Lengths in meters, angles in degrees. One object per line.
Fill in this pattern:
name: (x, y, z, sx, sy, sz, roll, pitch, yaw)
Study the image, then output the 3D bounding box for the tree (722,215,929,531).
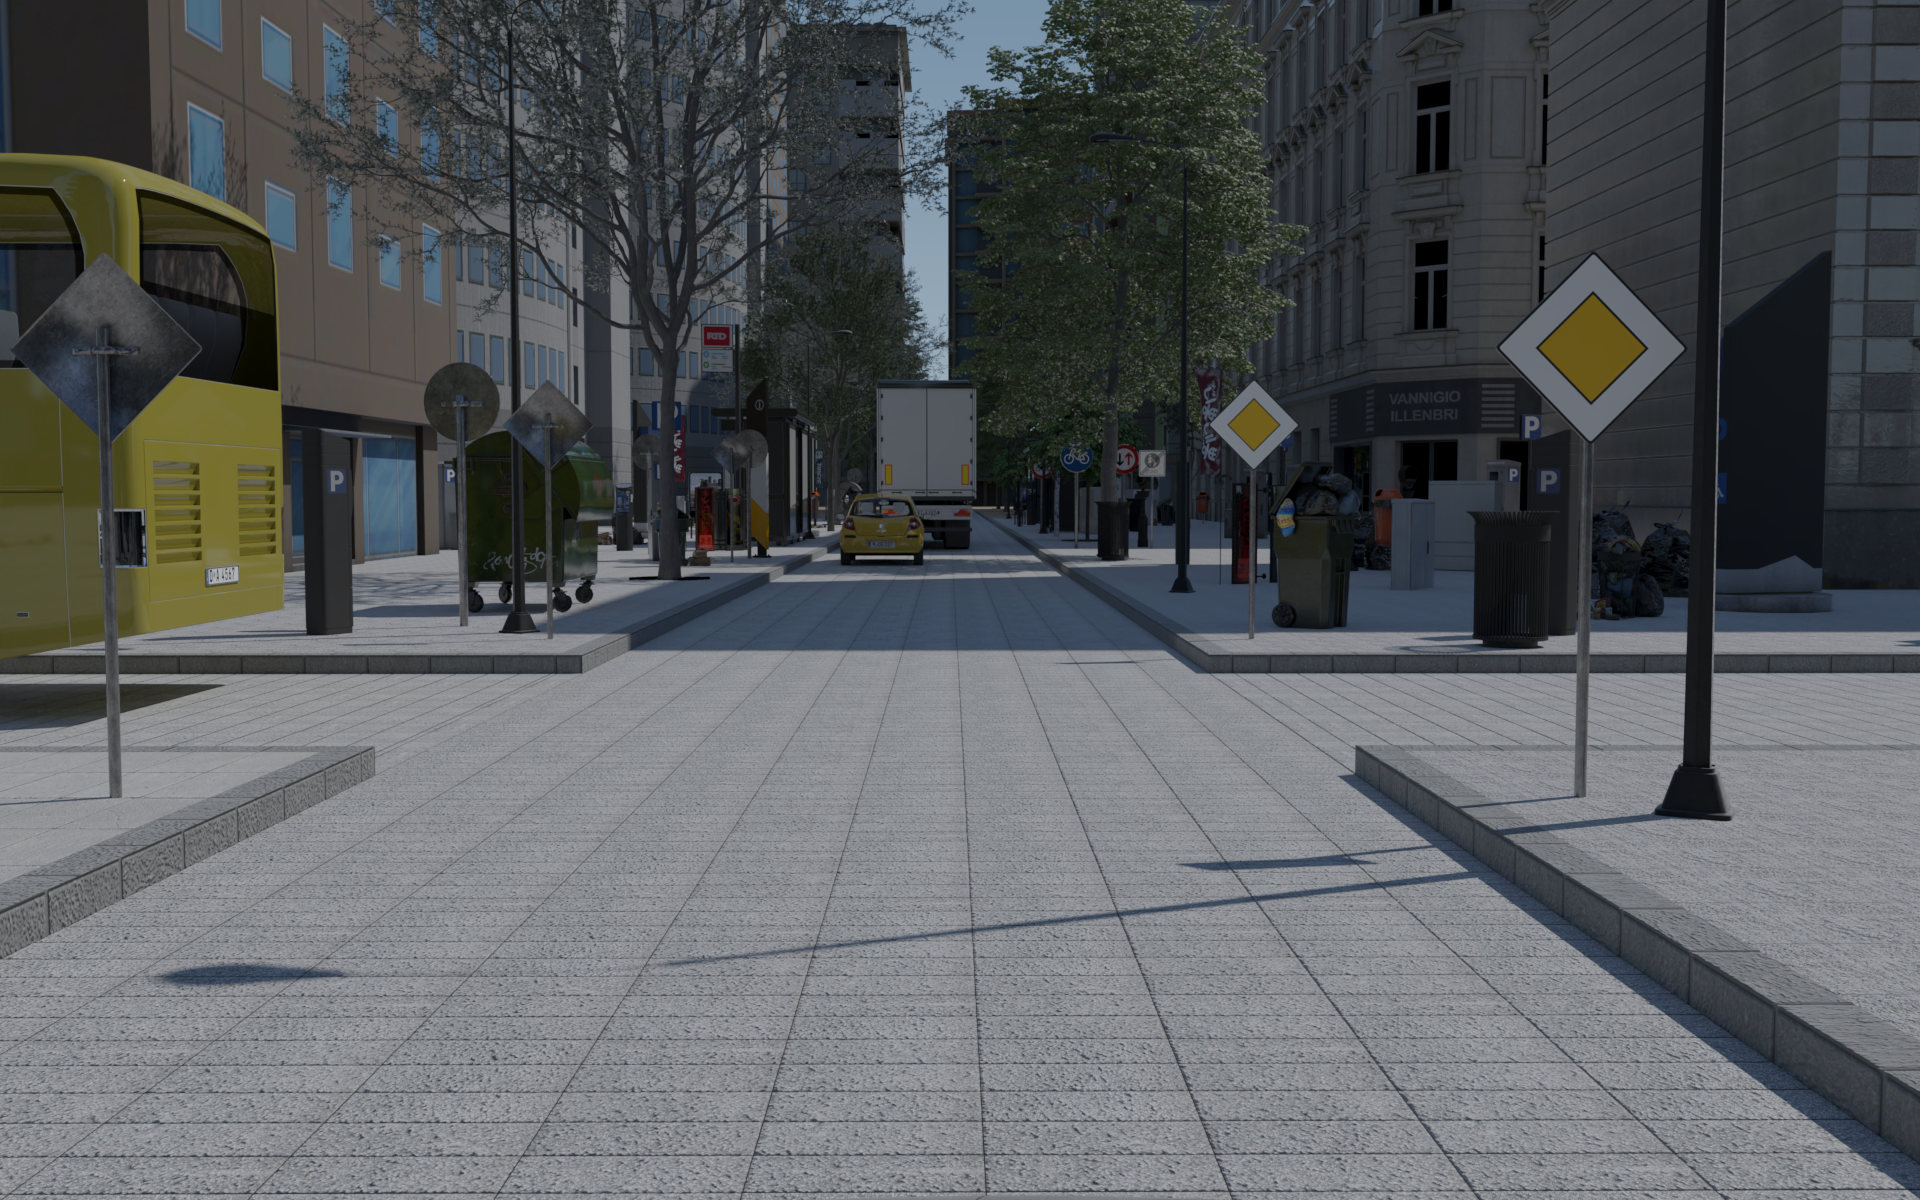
tree: (-4.639, -7.618, 58.969, 8.767, 10.594, 7.601, 2, 4, 31)

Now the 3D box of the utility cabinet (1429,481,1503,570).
utility cabinet: (8.419, -1.235, 28.873, 1.173, 1.500, 0.318, 3, 5, 42)

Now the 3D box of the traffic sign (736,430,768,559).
traffic sign: (-4.178, -2.091, 34.296, 0.768, 2.556, 0.104, 1, 4, 9)

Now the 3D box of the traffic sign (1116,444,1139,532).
traffic sign: (4.196, -2.704, 44.318, 0.768, 2.556, 0.104, 0, 4, 3)

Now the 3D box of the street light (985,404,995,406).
street light: (1.982, -7.152, 89.477, 1.470, 5.913, 1.316, 0, 4, 0)

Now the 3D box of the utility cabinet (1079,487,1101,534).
utility cabinet: (4.178, -2.874, 55.671, 0.318, 1.500, 1.173, -1, 4, -17)

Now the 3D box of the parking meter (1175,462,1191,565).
parking meter: (4.070, -1.586, 31.635, 0.255, 1.863, 0.399, 0, 4, 5)

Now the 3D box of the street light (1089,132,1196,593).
street light: (2.359, -3.051, 22.427, 1.470, 5.913, 1.316, 0, 4, 0)

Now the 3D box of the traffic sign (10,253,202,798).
traffic sign: (-3.567, -0.221, 7.262, 0.795, 2.450, 0.064, 0, 4, 0)

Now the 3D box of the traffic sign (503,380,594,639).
traffic sign: (-3.618, -0.710, 15.247, 0.795, 2.450, 0.064, 0, 4, 0)

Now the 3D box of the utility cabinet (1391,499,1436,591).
utility cabinet: (6.146, -0.752, 23.459, 0.306, 1.237, 1.020, 2, 4, 32)

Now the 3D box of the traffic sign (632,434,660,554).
traffic sign: (-6.605, -2.245, 36.805, 0.768, 2.556, 0.104, 0, 4, 6)

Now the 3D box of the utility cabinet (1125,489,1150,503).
utility cabinet: (8.050, -4.290, 78.826, 1.173, 1.500, 0.318, 0, 4, -5)

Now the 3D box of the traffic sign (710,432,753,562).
traffic sign: (-4.273, -1.910, 32.422, 0.795, 2.450, 0.064, 0, 4, 1)

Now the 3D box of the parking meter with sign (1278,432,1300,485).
parking meter with sign: (8.494, -2.878, 43.309, 0.543, 3.016, 1.738, -1, 4, -21)

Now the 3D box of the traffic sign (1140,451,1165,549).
traffic sign: (4.478, -2.343, 40.430, 0.606, 2.300, 0.079, 0, 4, 3)

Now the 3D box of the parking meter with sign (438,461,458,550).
parking meter with sign: (-12.012, -2.683, 40.127, 1.738, 3.016, 0.543, 3, 4, 36)

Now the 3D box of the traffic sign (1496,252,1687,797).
traffic sign: (2.627, -0.223, 7.281, 0.795, 2.450, 0.064, 0, 4, 0)

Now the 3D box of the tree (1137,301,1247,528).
tree: (8.575, -6.981, 64.499, 4.360, 8.622, 3.978, 0, 3, 0)

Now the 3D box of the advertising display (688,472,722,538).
advertising display: (-7.369, -2.751, 50.189, 0.974, 1.923, 0.123, -1, 4, -18)

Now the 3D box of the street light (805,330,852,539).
street light: (-3.758, -4.693, 49.269, 1.470, 5.913, 1.316, 0, 4, 0)

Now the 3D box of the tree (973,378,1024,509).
tree: (3.233, -13.690, 149.593, 9.928, 11.665, 9.643, 0, 3, 0)

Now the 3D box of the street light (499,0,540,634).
street light: (-3.540, -2.650, 15.863, 1.470, 5.913, 1.316, 0, 4, 0)

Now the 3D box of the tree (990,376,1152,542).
tree: (3.540, -3.876, 47.089, 4.285, 4.588, 4.351, 0, 3, 0)

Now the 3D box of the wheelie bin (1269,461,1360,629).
wheelie bin: (3.442, -0.539, 16.716, 0.693, 1.594, 0.980, 3, 4, 38)

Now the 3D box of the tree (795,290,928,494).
tree: (-4.818, -10.511, 89.978, 7.486, 12.596, 7.792, 0, 3, 0)

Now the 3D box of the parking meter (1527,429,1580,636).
parking meter: (5.407, -0.617, 15.798, 0.255, 1.863, 0.399, -3, 5, -43)

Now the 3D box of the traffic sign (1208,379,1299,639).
traffic sign: (2.576, -0.711, 15.266, 0.795, 2.450, 0.064, 0, 4, 0)

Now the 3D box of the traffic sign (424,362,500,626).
traffic sign: (-4.815, -1.017, 16.737, 0.768, 2.556, 0.104, 0, 4, 7)

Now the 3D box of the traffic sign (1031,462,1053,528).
traffic sign: (2.696, -3.476, 56.935, 0.768, 2.556, 0.104, 0, 4, 2)

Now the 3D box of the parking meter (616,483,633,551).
parking meter: (-7.571, -1.875, 39.068, 0.372, 1.533, 0.369, 0, 3, 0)

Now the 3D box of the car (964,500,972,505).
car: (-0.243, -5.847, 105.827, 2.015, 1.641, 3.980, 0, 4, -1)

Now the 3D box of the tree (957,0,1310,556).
tree: (3.491, -7.194, 35.752, 7.486, 12.596, 7.792, 0, 3, 0)

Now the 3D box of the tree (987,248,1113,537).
tree: (2.872, -6.236, 52.315, 4.737, 8.622, 4.395, 0, 3, 0)

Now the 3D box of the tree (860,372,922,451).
tree: (-4.947, -12.789, 134.847, 9.928, 11.665, 9.643, 0, 3, 0)

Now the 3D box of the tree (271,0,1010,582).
tree: (-4.393, -7.051, 25.654, 12.009, 13.543, 11.850, 0, 3, 0)

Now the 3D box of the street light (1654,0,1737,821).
street light: (2.419, -2.095, 6.790, 1.470, 5.913, 1.316, 0, 4, 0)

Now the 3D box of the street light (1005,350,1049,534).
street light: (2.164, -5.094, 55.832, 1.470, 5.913, 1.316, 0, 4, 0)

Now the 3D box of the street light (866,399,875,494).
street light: (-3.899, -6.736, 82.675, 1.470, 5.913, 1.316, 0, 4, 0)

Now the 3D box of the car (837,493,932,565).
car: (-1.599, -1.592, 36.247, 2.015, 1.641, 3.980, 0, 4, -1)

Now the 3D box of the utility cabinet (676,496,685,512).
utility cabinet: (-9.337, -2.744, 56.019, 1.020, 1.237, 0.306, 3, 5, 42)

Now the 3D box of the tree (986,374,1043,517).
tree: (3.597, -8.896, 95.819, 4.360, 8.622, 3.978, 0, 3, 0)

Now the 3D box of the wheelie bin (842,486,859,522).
wheelie bin: (-4.264, -3.663, 67.795, 0.693, 1.594, 0.980, 0, 4, 1)

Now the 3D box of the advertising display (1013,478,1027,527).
advertising display: (2.533, -4.148, 73.033, 0.123, 1.923, 0.974, 2, 4, 32)

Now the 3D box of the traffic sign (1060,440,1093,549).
traffic sign: (2.734, -2.480, 40.659, 0.768, 2.556, 0.104, 0, 4, 4)

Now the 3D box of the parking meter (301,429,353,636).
parking meter: (-5.779, -0.620, 15.850, 0.255, 1.863, 0.399, 2, 4, 25)

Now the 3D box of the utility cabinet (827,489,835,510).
utility cabinet: (-5.491, -3.993, 73.962, 0.318, 1.500, 1.173, 0, 4, -2)

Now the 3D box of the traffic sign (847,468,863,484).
traffic sign: (-5.132, -5.160, 84.469, 0.768, 2.556, 0.104, 0, 4, 1)

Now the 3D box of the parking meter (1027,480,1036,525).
parking meter: (2.940, -4.013, 71.323, 0.255, 1.863, 0.399, 2, 4, 32)
